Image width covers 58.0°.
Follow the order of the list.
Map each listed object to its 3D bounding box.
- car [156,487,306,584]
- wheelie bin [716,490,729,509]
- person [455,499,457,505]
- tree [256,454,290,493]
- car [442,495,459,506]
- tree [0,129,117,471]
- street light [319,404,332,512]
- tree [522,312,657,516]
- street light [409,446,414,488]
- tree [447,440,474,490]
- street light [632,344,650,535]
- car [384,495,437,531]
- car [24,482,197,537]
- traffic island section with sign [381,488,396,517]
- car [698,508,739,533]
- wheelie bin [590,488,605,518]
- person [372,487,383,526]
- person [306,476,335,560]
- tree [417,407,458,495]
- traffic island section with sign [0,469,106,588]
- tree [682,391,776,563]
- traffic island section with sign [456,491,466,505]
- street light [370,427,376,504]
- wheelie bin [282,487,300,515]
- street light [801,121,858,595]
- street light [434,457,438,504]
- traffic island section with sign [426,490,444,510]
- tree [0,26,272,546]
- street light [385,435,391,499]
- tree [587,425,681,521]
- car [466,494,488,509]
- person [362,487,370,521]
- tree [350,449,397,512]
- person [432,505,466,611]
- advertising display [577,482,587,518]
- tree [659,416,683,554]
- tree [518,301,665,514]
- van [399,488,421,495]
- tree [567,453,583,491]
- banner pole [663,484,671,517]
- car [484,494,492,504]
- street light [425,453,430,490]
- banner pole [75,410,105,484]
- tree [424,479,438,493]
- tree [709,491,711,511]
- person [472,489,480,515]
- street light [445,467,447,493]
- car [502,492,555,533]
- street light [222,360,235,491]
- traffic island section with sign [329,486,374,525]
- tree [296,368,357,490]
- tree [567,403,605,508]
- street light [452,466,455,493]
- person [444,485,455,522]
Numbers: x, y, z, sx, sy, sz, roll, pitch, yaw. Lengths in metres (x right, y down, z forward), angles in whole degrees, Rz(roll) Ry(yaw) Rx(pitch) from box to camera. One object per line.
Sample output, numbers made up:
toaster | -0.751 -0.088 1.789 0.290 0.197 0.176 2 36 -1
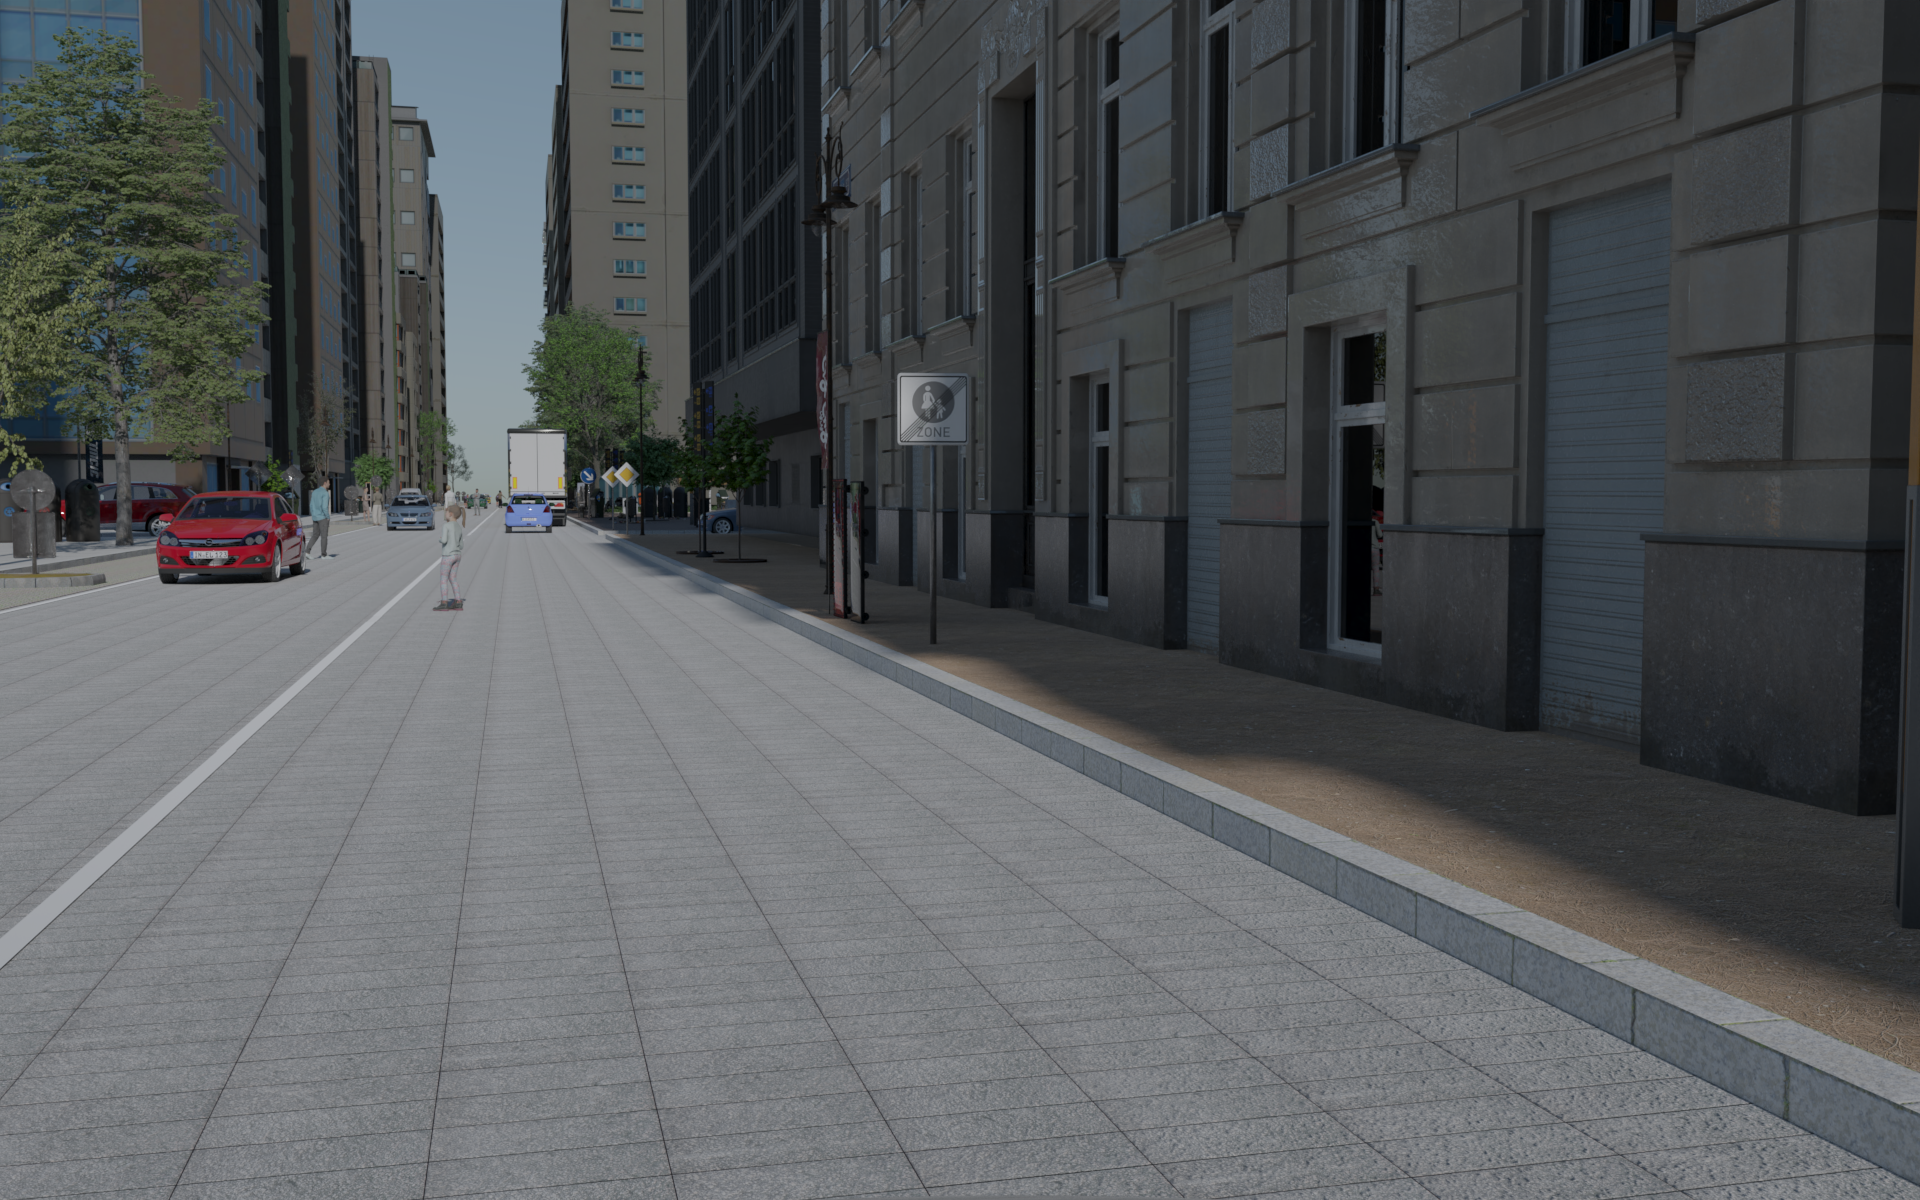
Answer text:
car | -12.231 -1.233 29.206 2.155 1.783 4.494 -1 4 -13
wheelie bin | -16.885 -7.023 122.739 0.980 1.594 0.693 -3 5 -43
person | -23.109 -4.147 78.902 0.503 1.515 0.523 -3 5 -41
tree | -30.801 -5.043 77.047 1.663 3.219 1.824 0 3 0
car | -58.089 -11.327 197.194 2.014 1.417 4.499 -1 4 -13
tree | -19.126 -5.101 33.770 4.737 8.622 4.395 0 3 0
street light | -32.569 -7.111 89.045 0.468 5.910 1.993 -1 4 -14
tree | -21.003 -10.640 99.720 9.928 11.665 9.643 0 3 0
street light | -51.857 -11.699 164.061 0.468 5.910 1.993 -1 4 -14
tree | -83.896 -21.479 285.596 7.601 10.594 8.767 -1 4 -18
street light | -9.861 -4.943 53.601 0.468 5.910 1.993 -1 4 -14
car | -21.889 -3.491 69.085 2.014 1.417 4.499 -1 4 -15
car | -26.452 -2.793 54.343 5.304 1.827 2.281 -1 4 -12
traffic island section with sign | -35.270 -6.051 107.555 1.989 1.847 2.006 -1 4 -14
car | -6.825 -2.940 60.079 4.499 1.417 2.014 -1 4 -14
wheelie bin | -19.617 -5.253 93.789 0.693 1.594 0.980 -3 4 -37
person | -26.274 -4.220 78.041 0.362 1.759 0.519 3 5 40
person | -14.047 -1.796 37.887 0.660 1.820 0.620 2 4 33
tree | -63.614 -17.095 205.264 9.928 11.665 9.643 0 3 0
traffic island section with sign | -14.565 -1.128 27.070 1.989 1.847 2.006 -1 4 -14
tree | -4.281 -2.319 32.510 1.663 3.219 1.824 0 3 0
traffic island section with sign | -74.889 -15.476 261.653 1.989 1.847 2.006 -1 4 -14
street light | -40.348 -8.950 119.117 0.468 5.910 1.993 -1 4 -14
wheelie bin | -30.628 -4.363 79.243 0.693 1.594 0.980 -3 5 -40
street light | -1.661 -3.010 21.994 0.468 5.910 1.993 -1 4 -14
street light | -64.638 -14.726 213.550 0.468 5.910 1.993 -1 4 -14
traffic island section with sign | -47.736 -9.017 156.061 1.989 1.847 2.006 -1 4 -14
tree | -21.336 -7.644 43.114 7.486 12.596 7.792 0 3 0
street light | -43.960 -9.819 133.335 0.468 5.910 1.993 -1 4 -14
tree | -14.666 -6.058 82.755 4.285 4.588 4.351 0 3 0
car | -46.733 -9.535 167.695 2.131 1.459 4.920 -1 4 -13
person | -29.019 -4.642 84.736 0.374 1.781 0.599 -3 4 -39
tree | -42.627 -8.694 125.859 4.285 4.588 4.351 0 3 0
person | -6.276 -0.518 21.250 0.394 1.301 0.425 0 4 3
advertising display | -20.122 -5.322 92.236 0.123 1.923 0.974 -3 4 -38
tree | -5.543 -2.592 36.973 1.663 3.219 1.824 0 3 0
tree | -24.090 -12.633 113.207 9.857 13.997 8.962 0 3 0
van | -38.814 -7.048 122.238 2.013 2.044 4.112 -1 4 -15
tree | -26.788 -8.485 122.438 4.285 4.588 4.351 0 3 0
banner pole | -15.547 -6.217 91.670 0.401 3.779 0.863 2 4 25
car | -66.859 -14.271 243.557 2.015 1.641 3.980 -1 4 -15
street light | -59.802 -13.573 194.703 0.468 5.910 1.993 -1 4 -14
banner pole | -25.289 -3.684 50.254 0.863 3.779 0.401 -2 4 -31
tree | -60.756 -12.455 198.243 1.663 3.219 1.824 0 3 0
tree | -18.279 -10.786 126.705 4.360 8.622 3.978 0 3 0
person | -32.344 -6.554 115.833 0.511 1.800 0.466 0 4 -6
street light | -72.326 -16.576 243.803 0.468 5.910 1.993 -1 4 -14
car | -16.089 -3.364 64.588 1.945 1.707 3.694 -1 4 -14
street light | -24.882 -5.270 58.950 0.468 5.910 1.993 -1 4 -14
traffic island section with sign | -28.476 -4.437 81.178 1.989 1.847 2.006 -1 4 -14
tree | -37.030 -9.174 100.363 4.360 8.622 3.978 0 3 0
tree | -29.845 -11.348 135.903 4.360 8.622 3.978 0 3 0
street light | -80.081 -18.416 273.880 0.468 5.910 1.993 -1 4 -14
person | -20.896 -3.808 70.981 0.478 1.798 0.641 -2 4 -32
